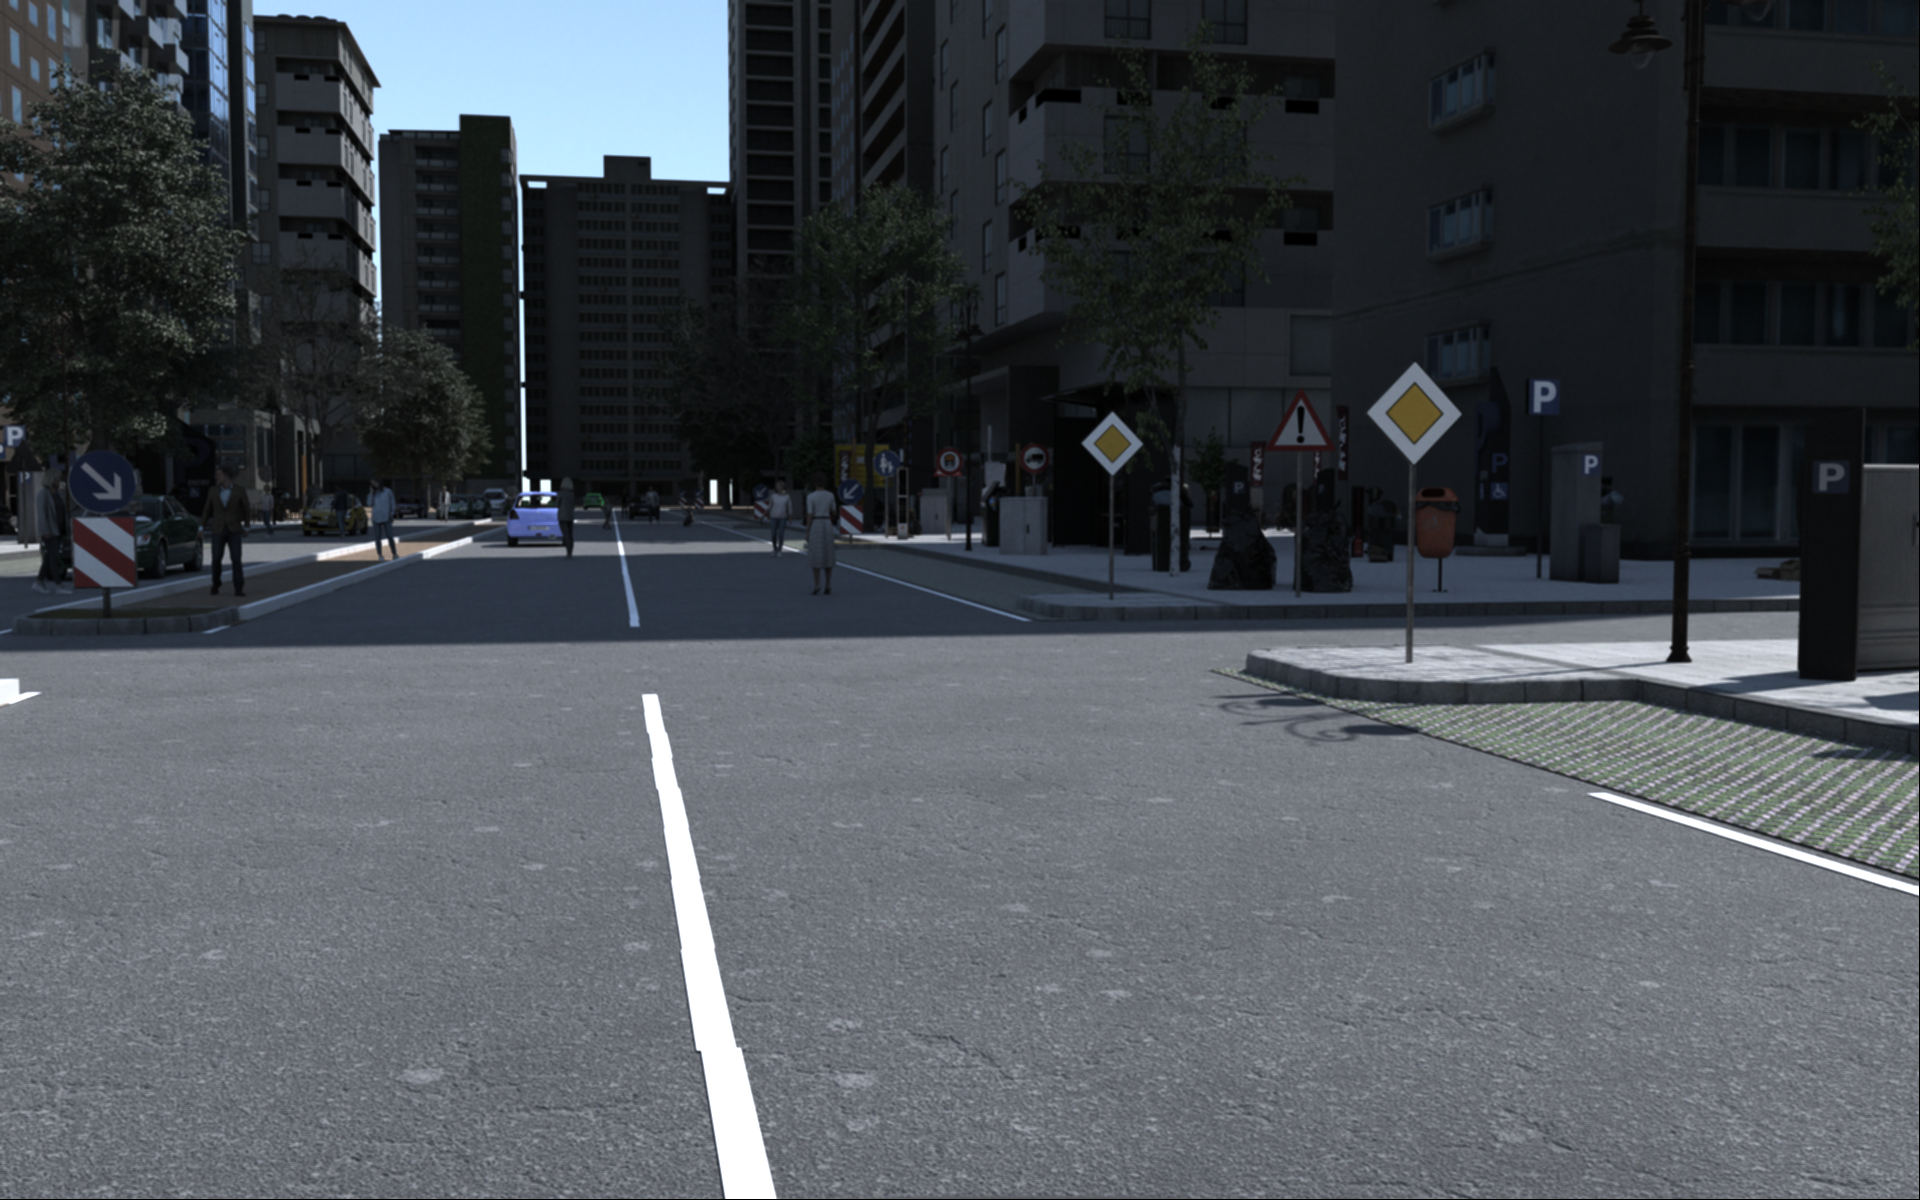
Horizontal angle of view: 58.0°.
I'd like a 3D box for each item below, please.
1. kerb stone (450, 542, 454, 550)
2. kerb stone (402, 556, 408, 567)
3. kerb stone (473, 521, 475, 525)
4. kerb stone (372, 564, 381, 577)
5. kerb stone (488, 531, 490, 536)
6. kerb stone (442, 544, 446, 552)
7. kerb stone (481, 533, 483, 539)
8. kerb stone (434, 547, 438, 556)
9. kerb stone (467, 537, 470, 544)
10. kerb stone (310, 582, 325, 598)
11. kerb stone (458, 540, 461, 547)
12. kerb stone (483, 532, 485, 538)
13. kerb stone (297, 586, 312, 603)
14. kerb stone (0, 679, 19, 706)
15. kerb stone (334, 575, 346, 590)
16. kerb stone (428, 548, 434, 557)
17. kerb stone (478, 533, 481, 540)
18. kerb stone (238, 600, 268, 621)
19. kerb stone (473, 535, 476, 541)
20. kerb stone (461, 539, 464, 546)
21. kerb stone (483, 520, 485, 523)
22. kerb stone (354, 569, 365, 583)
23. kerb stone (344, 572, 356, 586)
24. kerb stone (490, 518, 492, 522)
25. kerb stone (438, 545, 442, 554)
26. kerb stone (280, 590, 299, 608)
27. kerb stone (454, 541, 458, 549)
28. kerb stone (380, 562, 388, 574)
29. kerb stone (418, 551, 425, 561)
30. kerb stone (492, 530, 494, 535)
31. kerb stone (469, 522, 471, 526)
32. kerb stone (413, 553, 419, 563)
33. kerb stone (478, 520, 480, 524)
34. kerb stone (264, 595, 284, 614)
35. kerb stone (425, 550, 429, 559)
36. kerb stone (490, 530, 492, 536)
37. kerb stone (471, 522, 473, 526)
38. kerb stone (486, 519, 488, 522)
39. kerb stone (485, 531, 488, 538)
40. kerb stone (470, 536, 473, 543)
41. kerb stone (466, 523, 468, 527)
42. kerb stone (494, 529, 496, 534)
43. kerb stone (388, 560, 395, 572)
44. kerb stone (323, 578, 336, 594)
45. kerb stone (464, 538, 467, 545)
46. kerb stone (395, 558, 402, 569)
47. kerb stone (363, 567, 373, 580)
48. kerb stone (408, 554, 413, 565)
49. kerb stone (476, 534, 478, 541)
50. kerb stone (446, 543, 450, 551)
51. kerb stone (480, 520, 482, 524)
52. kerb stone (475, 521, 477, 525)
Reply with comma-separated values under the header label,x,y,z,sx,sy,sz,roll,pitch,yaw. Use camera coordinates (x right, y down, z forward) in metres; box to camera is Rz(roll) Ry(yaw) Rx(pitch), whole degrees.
label,x,y,z,sx,sy,sz,roll,pitch,yaw
kerb stone,-13.086,-1.345,44.190,0.120,0.150,1.000,-1,4,-11
kerb stone,-11.049,-0.726,34.136,0.120,0.150,1.000,-1,4,-11
kerb stone,-22.055,-3.401,77.940,0.120,0.150,1.000,-1,4,-11
kerb stone,-10.234,-0.484,30.114,0.120,0.150,1.000,-1,4,-11
kerb stone,-15.724,-2.146,57.289,0.120,0.150,1.000,-1,4,-11
kerb stone,-12.679,-1.222,42.170,0.120,0.150,1.000,-1,4,-11
kerb stone,-15.114,-1.961,54.260,0.120,0.150,1.000,-1,4,-11
kerb stone,-12.268,-1.099,40.167,0.120,0.150,1.000,-1,4,-11
kerb stone,-14.099,-1.653,49.233,0.120,0.150,1.000,-1,4,-11
kerb stone,-9.012,-0.115,24.072,0.120,0.150,1.000,-1,4,-11
kerb stone,-13.495,-1.468,46.208,0.120,0.150,1.000,-1,4,-11
kerb stone,-15.325,-2.019,55.261,0.120,0.150,1.000,-1,4,-11
kerb stone,-8.810,-0.050,23.070,0.120,0.150,1.000,-1,4,-11
kerb stone,-6.490,0.653,11.519,0.120,0.150,1.000,-1,4,-11
kerb stone,-9.429,-0.237,26.075,0.120,0.150,1.000,-1,4,-11
kerb stone,-12.060,-1.038,39.166,0.120,0.150,1.000,-1,4,-11
kerb stone,-14.912,-1.900,53.257,0.120,0.150,1.000,-1,4,-11
kerb stone,-8.206,0.131,20.053,0.120,0.150,1.000,-1,4,-11
kerb stone,-14.510,-1.776,51.243,0.120,0.150,1.000,-1,4,-11
kerb stone,-13.688,-1.530,47.215,0.120,0.150,1.000,-1,4,-11
kerb stone,-23.264,-3.777,83.970,0.120,0.150,1.000,-1,4,-11
kerb stone,-9.823,-0.361,28.090,0.120,0.150,1.000,-1,4,-11
kerb stone,-9.628,-0.299,27.086,0.120,0.150,1.000,-1,4,-11
kerb stone,-24.284,-4.085,88.993,0.120,0.150,1.000,-1,4,-11
kerb stone,-12.476,-1.159,41.168,0.120,0.150,1.000,-1,4,-11
kerb stone,-8.610,0.008,22.064,0.120,0.150,1.000,-1,4,-11
kerb stone,-13.287,-1.402,45.208,0.120,0.150,1.000,-1,4,-11
kerb stone,-10.443,-0.546,31.118,0.120,0.150,1.000,-1,4,-11
kerb stone,-11.659,-0.915,37.161,0.120,0.150,1.000,-1,4,-11
kerb stone,-16.139,-2.269,59.296,0.120,0.150,1.000,-1,4,-11
kerb stone,-21.636,-3.286,75.933,0.120,0.150,1.000,-1,4,-11
kerb stone,-11.456,-0.854,36.159,0.120,0.150,1.000,-1,4,-11
kerb stone,-22.652,-3.594,80.955,0.120,0.150,1.000,-1,4,-11
kerb stone,-8.410,0.071,21.055,0.120,0.150,1.000,-1,4,-11
kerb stone,-11.867,-0.977,38.162,0.120,0.150,1.000,-1,4,-11
kerb stone,-15.930,-2.208,58.293,0.120,0.150,1.000,-1,4,-11
kerb stone,-21.846,-3.345,76.934,0.120,0.150,1.000,-1,4,-11
kerb stone,-23.675,-3.901,85.980,0.120,0.150,1.000,-1,4,-11
kerb stone,-15.526,-2.084,56.269,0.120,0.150,1.000,-1,4,-11
kerb stone,-14.300,-1.715,50.235,0.120,0.150,1.000,-1,4,-11
kerb stone,-21.232,-3.159,73.926,0.120,0.150,1.000,-1,4,-11
kerb stone,-16.336,-2.329,60.309,0.120,0.150,1.000,-1,4,-11
kerb stone,-10.645,-0.607,32.126,0.120,0.150,1.000,-1,4,-11
kerb stone,-9.212,-0.176,25.076,0.120,0.150,1.000,-1,4,-11
kerb stone,-13.894,-1.588,48.217,0.120,0.150,1.000,-1,4,-11
kerb stone,-10.848,-0.669,33.132,0.120,0.150,1.000,-1,4,-11
kerb stone,-10.031,-0.422,29.103,0.120,0.150,1.000,-1,4,-11
kerb stone,-11.265,-0.790,35.154,0.120,0.150,1.000,-1,4,-11
kerb stone,-14.719,-1.837,52.249,0.120,0.150,1.000,-1,4,-11
kerb stone,-12.883,-1.283,43.172,0.120,0.150,1.000,-1,4,-11
kerb stone,-22.858,-3.651,81.957,0.120,0.150,1.000,-1,4,-11
kerb stone,-22.250,-3.471,78.943,0.120,0.150,1.000,-1,4,-11
